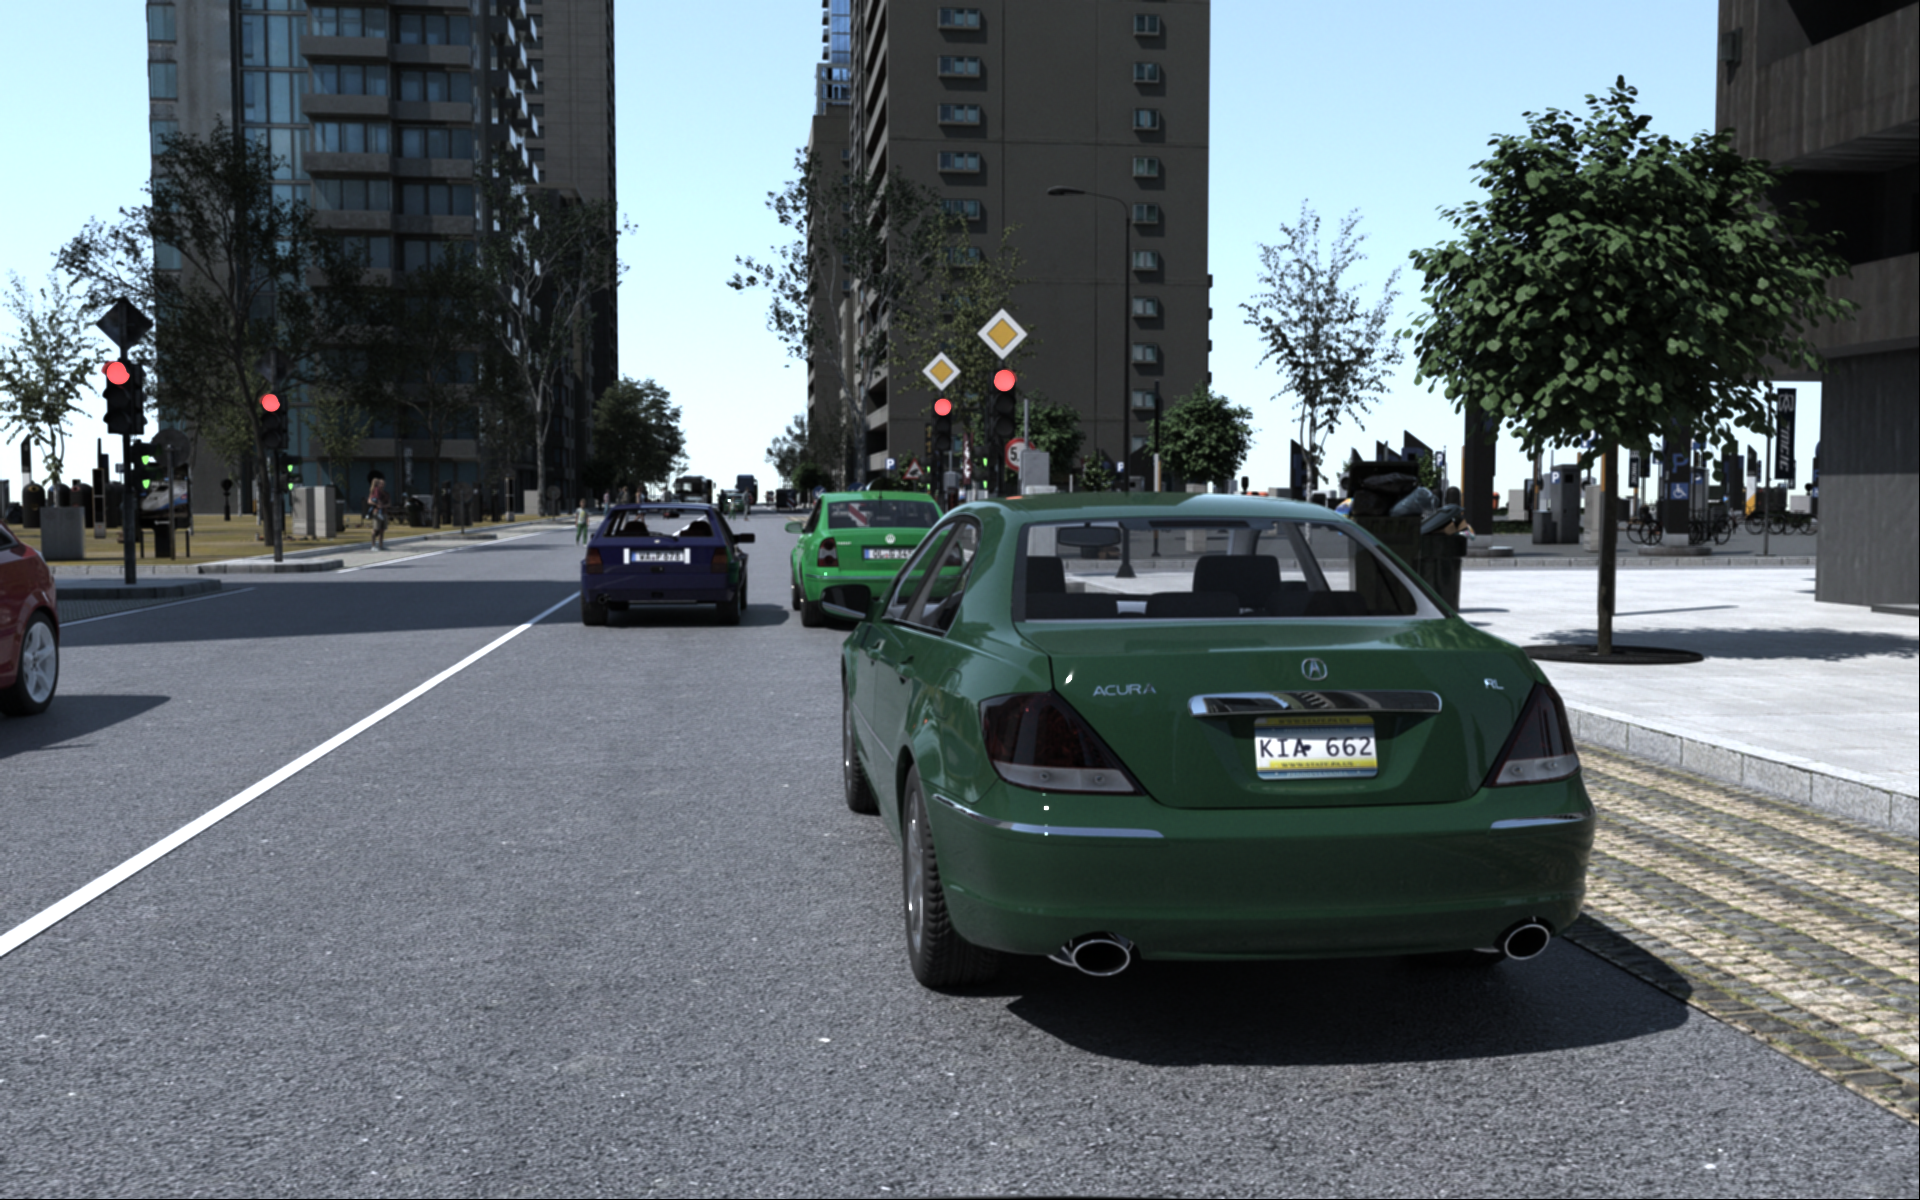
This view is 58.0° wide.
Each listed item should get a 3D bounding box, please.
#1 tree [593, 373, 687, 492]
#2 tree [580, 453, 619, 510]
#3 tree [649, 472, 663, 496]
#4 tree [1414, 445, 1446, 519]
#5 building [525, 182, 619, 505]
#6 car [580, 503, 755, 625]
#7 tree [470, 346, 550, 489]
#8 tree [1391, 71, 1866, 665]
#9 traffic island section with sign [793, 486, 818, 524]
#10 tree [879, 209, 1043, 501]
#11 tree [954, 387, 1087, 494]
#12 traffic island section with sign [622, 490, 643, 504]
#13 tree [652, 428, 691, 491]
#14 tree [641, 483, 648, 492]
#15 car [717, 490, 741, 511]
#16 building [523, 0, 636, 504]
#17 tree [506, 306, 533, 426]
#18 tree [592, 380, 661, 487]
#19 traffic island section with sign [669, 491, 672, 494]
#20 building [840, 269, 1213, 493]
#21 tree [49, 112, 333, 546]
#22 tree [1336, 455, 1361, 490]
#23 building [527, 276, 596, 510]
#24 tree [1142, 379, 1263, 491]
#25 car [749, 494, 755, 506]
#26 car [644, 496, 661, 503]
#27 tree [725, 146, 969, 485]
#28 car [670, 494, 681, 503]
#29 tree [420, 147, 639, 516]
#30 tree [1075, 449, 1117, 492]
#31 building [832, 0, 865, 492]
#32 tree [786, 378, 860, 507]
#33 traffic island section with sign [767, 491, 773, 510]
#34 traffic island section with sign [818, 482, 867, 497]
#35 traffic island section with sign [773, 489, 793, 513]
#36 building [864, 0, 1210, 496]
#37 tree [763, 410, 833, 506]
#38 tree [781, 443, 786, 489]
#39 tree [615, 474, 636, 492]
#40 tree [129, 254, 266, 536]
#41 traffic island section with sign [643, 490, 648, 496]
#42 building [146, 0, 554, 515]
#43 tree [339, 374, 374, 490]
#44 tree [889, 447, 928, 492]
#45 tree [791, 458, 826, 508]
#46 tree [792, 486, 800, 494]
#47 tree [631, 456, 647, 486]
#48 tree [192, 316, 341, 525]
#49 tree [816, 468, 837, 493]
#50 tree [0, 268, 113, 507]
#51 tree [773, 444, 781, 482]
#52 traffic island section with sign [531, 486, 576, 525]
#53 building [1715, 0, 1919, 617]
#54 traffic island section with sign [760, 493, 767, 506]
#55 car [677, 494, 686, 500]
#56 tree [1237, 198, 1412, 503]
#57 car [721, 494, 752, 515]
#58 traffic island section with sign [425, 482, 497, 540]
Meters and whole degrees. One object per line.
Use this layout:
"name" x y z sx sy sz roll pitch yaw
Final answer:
"tree" -33.959 -16.916 183.227 9.857 13.997 8.962 0 3 0
"tree" -29.127 -9.538 139.655 4.285 4.588 4.351 0 3 0
"tree" -37.080 -15.734 207.604 4.737 8.622 4.395 0 3 0
"tree" 18.247 -4.507 68.293 1.663 3.219 1.824 0 3 0
"building" -56.115 -31.217 202.278 32.217 40.220 23.993 0 4 -7
"car" -3.393 -0.472 20.290 1.945 1.354 3.894 0 4 -5
"tree" -22.440 -8.327 86.514 4.360 8.622 3.978 0 3 0
"tree" 5.113 -1.821 13.492 4.285 4.588 4.351 0 3 0
"traffic island section with sign" -6.926 -4.592 83.709 1.989 1.847 2.006 0 4 -7
"tree" 0.270 -5.749 44.360 4.737 8.622 4.395 0 3 0
"tree" 2.272 -4.258 53.324 4.285 4.588 4.351 0 3 0
"traffic island section with sign" -25.434 -7.545 131.988 1.989 1.847 2.006 0 4 -7
"tree" -45.018 -20.765 265.263 9.928 11.665 9.643 0 3 0
"tree" -37.232 -12.745 202.989 1.663 3.219 1.824 0 3 0
"car" -19.354 -8.403 146.056 2.281 1.827 5.304 -1 4 -9
"building" -52.876 -48.069 224.177 20.563 71.187 20.611 0 4 -7
"tree" -19.141 -7.927 64.020 8.767 10.594 7.601 3 5 40
"tree" -33.714 -15.526 171.979 7.486 12.596 7.792 0 3 0
"traffic island section with sign" -39.057 -14.139 239.805 1.989 1.847 2.006 0 4 -7
"building" 4.326 -18.592 149.016 27.650 21.520 28.899 0 4 -7
"tree" -17.208 -6.612 42.516 7.601 10.594 8.767 3 4 38
"tree" 18.926 -5.436 83.485 1.663 3.219 1.824 0 3 0
"building" -47.052 -18.670 150.293 27.650 21.520 28.899 0 4 -7
"tree" 6.920 -4.003 49.158 4.285 4.588 4.351 0 3 0
"car" -26.296 -12.466 212.851 2.155 1.783 4.494 0 4 -7
"car" -20.008 -6.150 113.138 1.945 1.354 3.894 -1 4 -8
"tree" -6.203 -14.620 94.931 12.611 20.169 13.585 0 3 0
"car" -23.844 -7.975 142.189 2.131 1.459 4.920 0 4 -6
"tree" -25.136 -14.787 97.648 12.611 20.169 13.585 0 3 0
"tree" 5.403 -4.679 71.099 1.663 3.219 1.824 0 3 0
"building" -2.232 -44.852 171.579 20.563 71.187 20.611 0 4 -7
"tree" -7.820 -9.693 108.839 4.360 8.622 3.978 0 3 0
"traffic island section with sign" -16.450 -9.209 159.196 1.989 1.847 2.006 0 4 -7
"traffic island section with sign" -3.541 -2.956 56.966 1.989 1.847 2.006 0 4 -7
"traffic island section with sign" -13.077 -7.573 132.452 1.989 1.847 2.006 0 4 -7
"building" 4.653 -30.474 121.947 21.300 48.544 21.600 0 4 -7
"tree" -17.753 -15.730 191.598 8.767 10.594 7.601 0 4 2
"tree" -14.846 -13.418 169.753 4.360 8.622 3.978 0 3 0
"tree" -31.476 -10.252 162.224 1.663 3.219 1.824 0 3 0
"tree" -23.794 -6.311 53.547 4.360 8.622 3.978 0 3 0
"traffic island section with sign" -28.818 -9.181 158.730 1.989 1.847 2.006 0 4 -7
"building" -41.576 -30.622 120.286 23.786 49.044 30.456 0 4 -7
"tree" -37.317 -9.368 103.529 4.737 8.622 4.395 0 3 0
"tree" -2.112 -4.536 68.757 1.663 3.219 1.824 0 3 0
"tree" -13.478 -10.563 156.422 4.285 4.588 4.351 0 3 0
"tree" -20.909 -13.991 223.350 1.663 3.219 1.824 0 3 0
"tree" -36.167 -15.052 196.457 4.360 8.622 3.978 0 3 0
"tree" -28.778 -7.352 70.560 4.737 8.622 4.395 0 3 0
"tree" -9.755 -8.164 128.087 1.663 3.219 1.824 0 3 0
"tree" -29.394 -6.441 55.674 4.737 8.622 4.395 0 3 0
"tree" -22.502 -17.085 229.698 4.360 8.622 3.978 0 3 0
"traffic island section with sign" -19.021 -4.438 81.191 1.989 1.847 2.006 0 4 -7
"building" 15.870 -15.036 17.534 14.160 30.474 14.107 0 4 -7
"traffic island section with sign" -26.925 -14.283 242.158 1.989 1.847 2.006 0 4 -7
"car" -24.457 -8.314 147.728 2.131 1.459 4.920 -1 4 -9
"tree" 9.165 -5.733 44.105 4.360 8.622 3.978 0 3 0
"car" -15.372 -6.566 119.150 2.131 1.459 4.920 0 4 -8
"traffic island section with sign" -15.653 -2.802 54.446 1.989 1.847 2.006 0 4 -7
